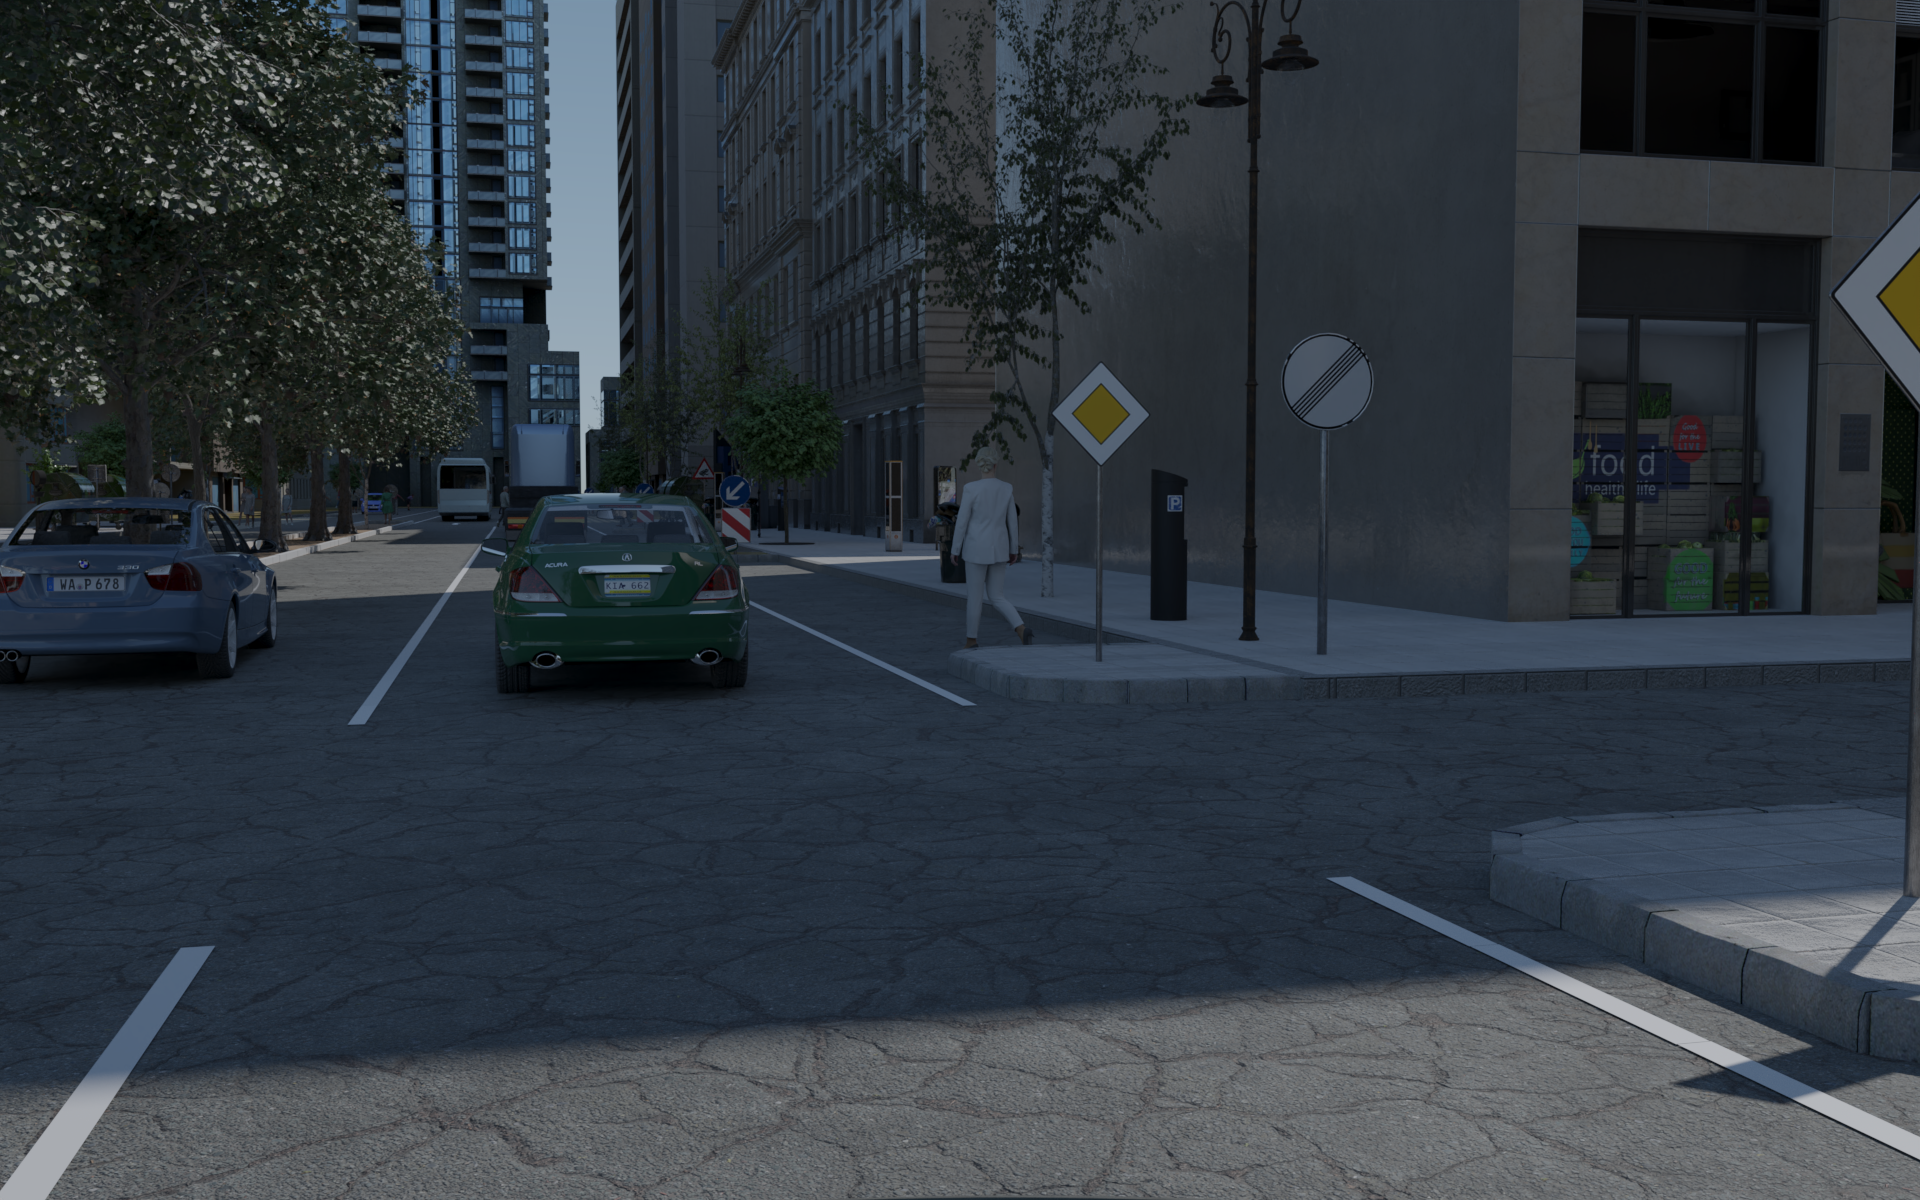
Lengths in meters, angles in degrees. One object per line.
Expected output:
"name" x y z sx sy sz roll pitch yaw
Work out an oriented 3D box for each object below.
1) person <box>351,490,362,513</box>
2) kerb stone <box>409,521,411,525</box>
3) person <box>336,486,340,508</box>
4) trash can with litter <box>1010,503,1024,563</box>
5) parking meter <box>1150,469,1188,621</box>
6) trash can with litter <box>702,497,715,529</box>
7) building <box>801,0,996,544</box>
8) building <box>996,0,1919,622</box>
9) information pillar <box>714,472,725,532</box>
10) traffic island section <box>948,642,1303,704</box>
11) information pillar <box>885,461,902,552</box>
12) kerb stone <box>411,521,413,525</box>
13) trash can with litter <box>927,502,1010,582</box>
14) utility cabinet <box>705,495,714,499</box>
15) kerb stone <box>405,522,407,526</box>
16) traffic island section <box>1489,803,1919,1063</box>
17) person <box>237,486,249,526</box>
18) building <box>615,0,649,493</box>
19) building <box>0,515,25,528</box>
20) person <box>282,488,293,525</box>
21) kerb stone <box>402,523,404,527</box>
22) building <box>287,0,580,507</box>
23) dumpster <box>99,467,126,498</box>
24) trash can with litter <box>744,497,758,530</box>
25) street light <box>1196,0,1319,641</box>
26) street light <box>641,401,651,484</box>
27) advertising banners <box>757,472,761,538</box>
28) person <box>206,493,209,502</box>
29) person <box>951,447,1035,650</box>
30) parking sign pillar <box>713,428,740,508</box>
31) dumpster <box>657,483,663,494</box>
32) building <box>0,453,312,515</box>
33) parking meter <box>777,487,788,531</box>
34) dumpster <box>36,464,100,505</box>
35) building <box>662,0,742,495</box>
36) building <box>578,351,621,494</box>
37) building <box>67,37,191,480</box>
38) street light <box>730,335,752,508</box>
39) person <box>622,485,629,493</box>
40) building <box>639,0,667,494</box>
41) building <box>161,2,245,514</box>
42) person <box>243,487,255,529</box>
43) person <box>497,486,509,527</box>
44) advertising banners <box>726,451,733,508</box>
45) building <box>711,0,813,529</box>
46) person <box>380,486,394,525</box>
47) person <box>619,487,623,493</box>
"person" -45.368 -7.377 129.896 1.217 1.735 0.721 1 4 9
"kerb stone" -25.130 -3.451 78.615 0.120 0.150 1.000 -1 4 -14
"person" -27.516 -4.203 77.198 0.573 1.828 0.580 1 4 14
"trash can with litter" 0.851 -1.291 32.500 0.624 1.170 1.055 1 4 11
"parking meter" 2.128 -0.564 17.630 0.372 1.533 0.369 0 3 0
"trash can with litter" -8.735 -2.989 60.257 0.624 1.170 1.055 -1 4 -17
"building" 1.389 -12.519 53.837 9.793 20.994 18.267 -1 4 -14
"building" 19.580 -13.790 29.981 34.151 26.468 19.350 -1 4 -14
"information pillar" -8.146 -3.319 58.753 0.304 2.012 0.304 0 4 6
"traffic island section" 1.082 0.550 13.285 2.009 0.180 2.903 -1 4 -14
"information pillar" -1.470 -2.075 38.415 0.304 2.012 0.304 -2 4 -23
"kerb stone" -25.377 -3.511 79.618 0.120 0.150 1.000 -1 4 -14
"trash can with litter" 0.089 -0.848 25.255 1.055 1.170 0.624 -3 5 -42
"utility cabinet" -11.912 -4.335 82.032 0.306 1.237 1.020 2 4 33
"kerb stone" -24.371 -3.265 75.628 0.120 0.150 1.000 -1 4 -14
"traffic island section" 3.056 1.024 5.547 2.009 0.180 2.903 -1 4 -14
"person" -31.878 -4.177 77.134 0.599 1.781 0.374 0 4 -2
"building" -18.047 -32.150 149.350 21.300 48.544 21.600 -1 4 -14
"building" -47.970 -12.950 56.769 27.650 21.520 28.899 -1 4 -14
"person" -30.929 -4.291 79.663 0.512 1.701 0.522 -1 4 -9
"kerb stone" -23.856 -3.146 73.634 0.120 0.150 1.000 -1 4 -14
"building" -55.254 -52.813 176.167 31.000 86.520 22.319 -1 4 -14
"dumpster" -30.567 -3.645 62.091 1.502 2.255 1.985 -1 4 -14
"trash can with litter" -7.510 -3.049 61.239 0.624 1.170 1.055 -2 4 -25
"street light" 2.536 -2.583 15.024 0.468 5.910 1.993 -1 4 -14
"street light" -15.552 -6.932 86.127 0.468 5.910 1.993 -1 4 -14
"advertising banners" -5.982 -3.391 51.631 0.090 3.025 2.074 0 4 -5
"person" -30.888 -3.792 70.594 0.850 1.850 0.679 -1 4 -20
"person" 0.279 -0.409 15.071 0.818 1.842 0.514 3 5 41
"parking sign pillar" -9.561 -5.051 71.055 1.447 3.967 1.447 2 4 28
"dumpster" -11.948 -4.070 72.305 1.264 1.857 1.865 -1 4 -14
"building" -67.414 -17.722 134.793 28.899 21.520 27.650 -1 4 -14
"parking meter" -6.169 -3.176 60.336 0.372 1.533 0.369 0 3 0
"dumpster" -29.216 -3.301 56.459 1.502 2.255 1.985 -1 4 -14
"building" -8.334 -34.761 110.347 21.231 58.520 28.212 -1 4 -14
"building" -24.276 -53.263 183.522 31.000 86.520 22.319 -1 4 -14
"building" -56.686 -30.593 89.428 28.713 52.752 27.495 -1 4 -14
"street light" -6.383 -4.760 50.607 0.468 5.910 1.993 -1 4 -14
"person" -14.687 -4.110 75.802 0.767 1.812 0.694 1 4 21
"building" -16.542 -29.384 130.541 14.600 45.320 14.200 -1 4 -14
"building" -54.807 -28.226 111.613 14.600 45.320 14.200 -1 4 -14
"person" -29.405 -3.819 71.699 0.466 1.731 0.760 -1 4 -17
"person" -19.711 -4.043 75.087 0.782 1.767 0.515 3 5 42
"advertising banners" -8.813 -4.296 66.421 0.090 3.025 2.074 0 4 -1
"building" -3.203 -17.005 75.298 12.463 27.353 25.104 -1 4 -14
"person" -26.678 -4.397 80.636 0.600 1.795 0.529 -2 4 -28
"person" -15.849 -4.413 81.130 0.782 1.767 0.515 2 4 30
